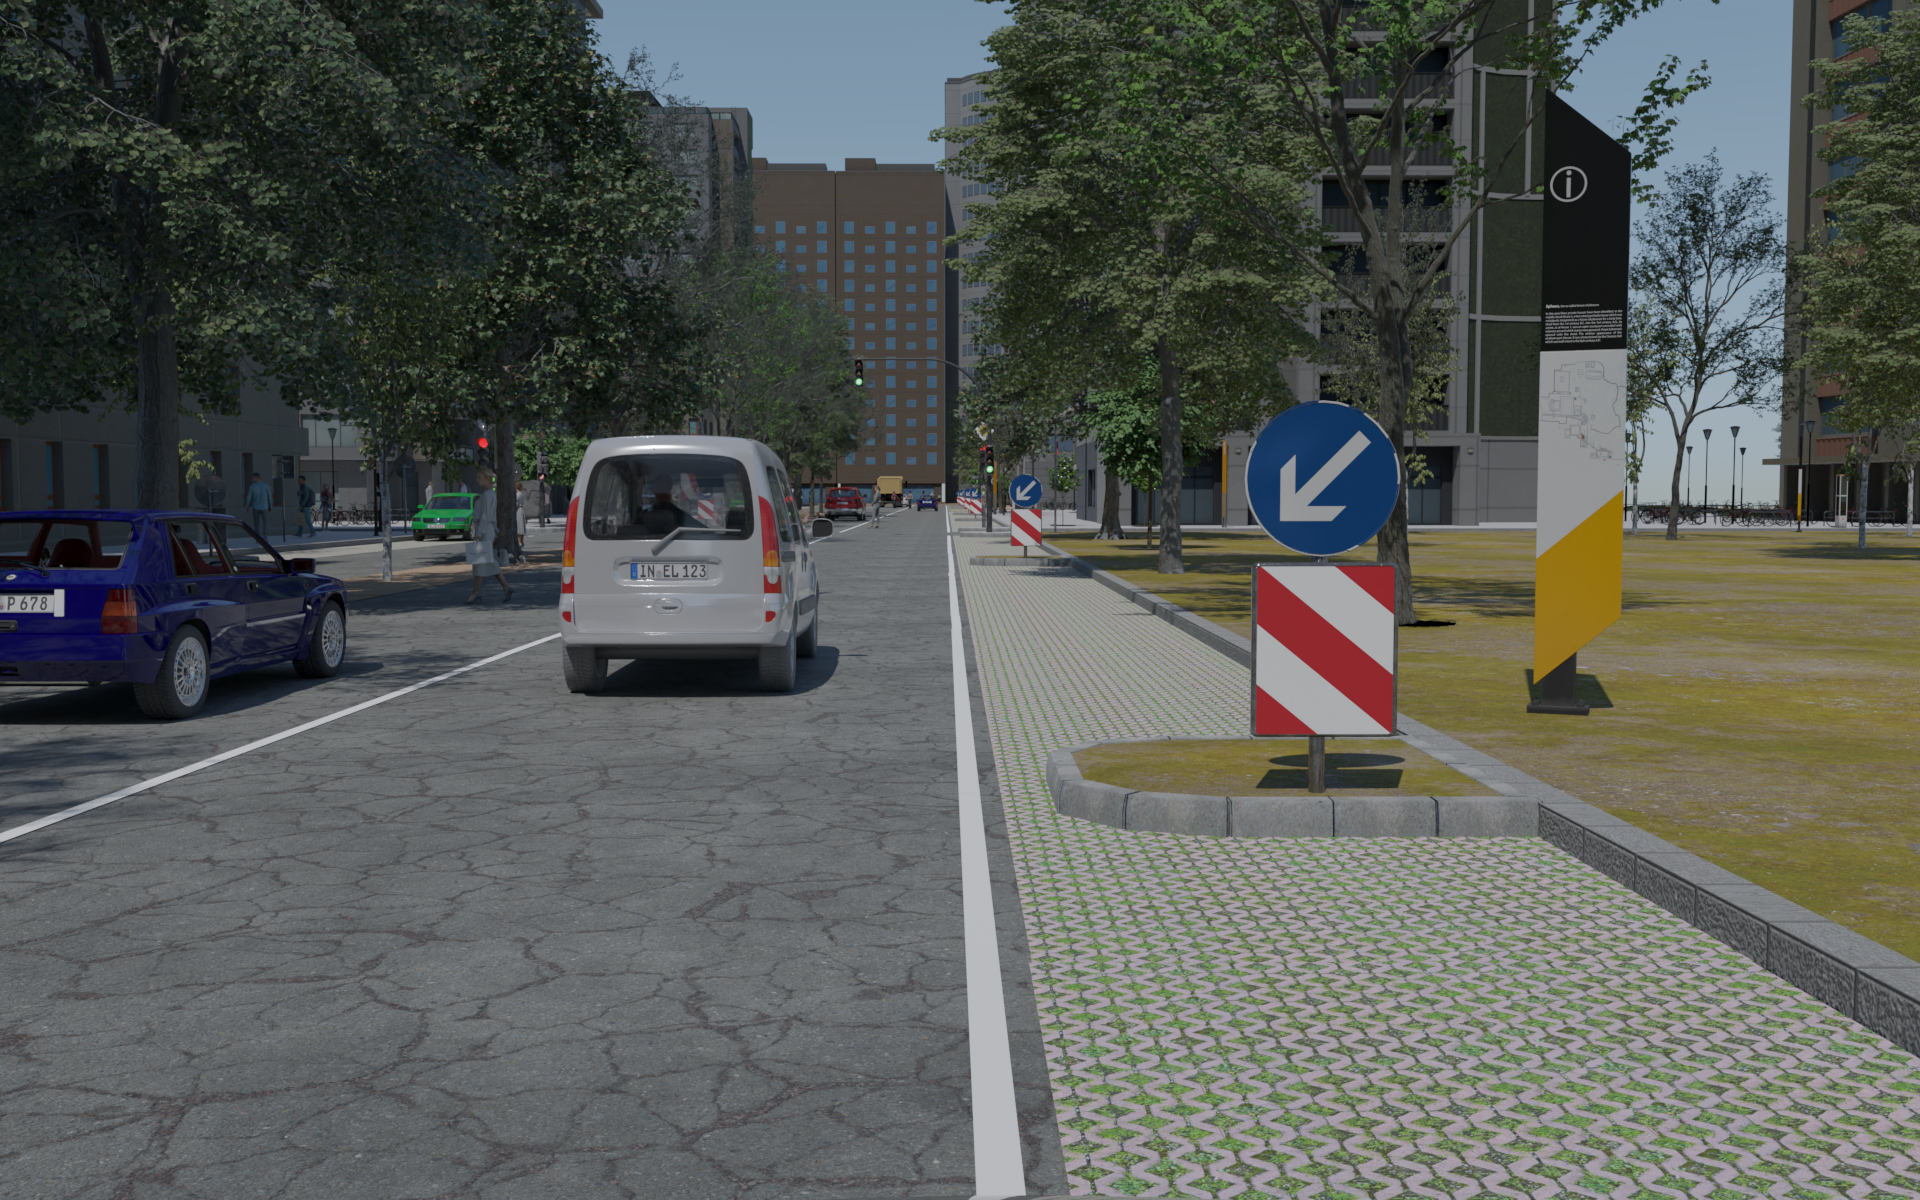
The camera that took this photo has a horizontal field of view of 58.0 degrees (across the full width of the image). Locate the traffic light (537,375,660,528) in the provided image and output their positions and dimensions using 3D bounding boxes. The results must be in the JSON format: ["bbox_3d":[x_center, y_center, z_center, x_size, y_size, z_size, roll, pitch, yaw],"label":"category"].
[{"bbox_3d":[-13.780,-5.577,65.851,4.771,5.953,1.251,0,4,0],"label":"traffic light"}]

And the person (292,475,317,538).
[{"bbox_3d":[-19.109,-2.715,50.421,0.713,1.824,0.794,-1,4,-13],"label":"person"}]

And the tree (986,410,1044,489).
[{"bbox_3d":[3.287,-9.155,100.051,4.360,8.622,3.978,0,3,0],"label":"tree"}]

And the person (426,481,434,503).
[{"bbox_3d":[-22.031,-4.030,72.052,0.853,1.813,0.709,-3,4,-37],"label":"person"}]

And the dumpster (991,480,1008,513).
[{"bbox_3d":[2.599,-7.206,120.316,1.502,2.255,1.985,0,4,0],"label":"dumpster"}]

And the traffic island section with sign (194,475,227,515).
[{"bbox_3d":[-15.327,-1.610,34.950,1.989,1.847,2.006,0,4,0],"label":"traffic island section with sign"}]

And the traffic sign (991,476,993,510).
[{"bbox_3d":[2.394,-7.728,126.359,0.884,2.594,0.081,0,4,5],"label":"traffic sign"}]

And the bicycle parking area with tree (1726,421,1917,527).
[{"bbox_3d":[33.141,-5.107,70.494,9.016,4.147,8.231,0,4,6],"label":"bicycle parking area with tree"}]

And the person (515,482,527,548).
[{"bbox_3d":[-11.640,-2.224,45.426,0.524,1.755,0.480,1,4,13],"label":"person"}]

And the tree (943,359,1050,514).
[{"bbox_3d":[2.337,-10.877,112.256,7.601,10.594,8.767,0,4,4],"label":"tree"}]

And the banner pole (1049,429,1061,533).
[{"bbox_3d":[3.175,-4.098,57.027,0.401,3.779,0.863,0,4,-5],"label":"banner pole"}]

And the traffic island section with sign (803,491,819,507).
[{"bbox_3d":[-16.672,-11.424,195.415,1.989,1.847,2.006,0,4,0],"label":"traffic island section with sign"}]

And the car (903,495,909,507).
[{"bbox_3d":[-6.798,-11.467,199.839,2.083,1.381,4.827,0,3,0],"label":"car"}]

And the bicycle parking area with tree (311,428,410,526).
[{"bbox_3d":[-27.691,-5.251,72.853,9.016,4.147,8.231,1,4,19],"label":"bicycle parking area with tree"}]

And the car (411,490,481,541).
[{"bbox_3d":[-15.652,-2.747,53.704,1.959,1.807,4.718,0,4,-2],"label":"car"}]

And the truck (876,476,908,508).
[{"bbox_3d":[-7.518,-11.756,188.140,3.469,3.379,9.791,0,4,0],"label":"truck"}]

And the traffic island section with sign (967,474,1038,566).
[{"bbox_3d":[1.192,-1.618,35.078,1.989,1.847,2.006,0,4,0],"label":"traffic island section with sign"}]

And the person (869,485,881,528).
[{"bbox_3d":[-3.585,-3.879,72.199,0.573,1.790,0.520,0,4,-2],"label":"person"}]

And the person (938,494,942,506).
[{"bbox_3d":[-2.537,-12.523,216.440,0.628,1.438,0.799,-3,5,-44],"label":"person"}]

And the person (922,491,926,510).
[{"bbox_3d":[-3.238,-9.159,158.967,0.721,1.735,1.217,1,4,16],"label":"person"}]

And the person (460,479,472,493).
[{"bbox_3d":[-18.538,-3.597,64.957,0.850,1.850,0.679,0,4,6],"label":"person"}]

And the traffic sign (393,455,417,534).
[{"bbox_3d":[-17.983,-3.425,56.099,0.768,2.556,0.104,0,4,2],"label":"traffic sign"}]

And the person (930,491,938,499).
[{"bbox_3d":[-3.159,-11.779,201.820,1.217,1.736,0.721,-2,4,-32],"label":"person"}]

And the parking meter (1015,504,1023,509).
[{"bbox_3d":[2.814,-4.705,82.644,0.255,1.863,0.399,-2,4,-31],"label":"parking meter"}]

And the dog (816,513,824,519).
[{"bbox_3d":[-7.918,-4.734,97.601,0.550,0.427,0.748,-1,4,-19],"label":"dog"}]

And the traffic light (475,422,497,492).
[{"bbox_3d":[-15.804,-4.214,57.814,0.839,4.253,0.868,0,4,0],"label":"traffic light"}]

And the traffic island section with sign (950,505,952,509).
[{"bbox_3d":[0.496,-6.752,119.019,1.989,1.847,2.006,0,4,0],"label":"traffic island section with sign"}]

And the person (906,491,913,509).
[{"bbox_3d":[-4.871,-9.606,166.269,0.721,1.736,1.217,-2,4,-34],"label":"person"}]

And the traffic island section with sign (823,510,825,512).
[{"bbox_3d":[-10.189,-8.113,140.778,2.006,1.907,1.989,0,4,0],"label":"traffic island section with sign"}]

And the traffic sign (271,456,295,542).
[{"bbox_3d":[-18.005,-2.689,46.089,0.606,2.300,0.079,0,4,1],"label":"traffic sign"}]

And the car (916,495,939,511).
[{"bbox_3d":[-2.711,-8.094,144.919,1.945,1.354,3.894,0,3,0],"label":"car"}]

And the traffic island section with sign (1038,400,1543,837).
[{"bbox_3d":[1.425,0.031,8.124,1.989,1.847,2.006,0,4,0],"label":"traffic island section with sign"}]

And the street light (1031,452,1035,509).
[{"bbox_3d":[2.942,-5.932,69.772,0.468,5.910,1.993,0,4,0],"label":"street light"}]

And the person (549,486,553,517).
[{"bbox_3d":[-23.364,-5.631,98.664,0.362,1.759,0.519,0,4,-7],"label":"person"}]

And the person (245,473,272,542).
[{"bbox_3d":[-18.207,-2.389,44.964,0.638,1.841,0.748,-1,4,-20],"label":"person"}]

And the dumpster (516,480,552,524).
[{"bbox_3d":[-18.208,-4.162,73.800,1.264,1.857,1.865,0,4,-1],"label":"dumpster"}]

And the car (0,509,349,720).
[{"bbox_3d":[-5.755,0.014,12.352,1.945,1.354,3.894,0,4,0],"label":"car"}]

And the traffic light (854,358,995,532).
[{"bbox_3d":[-1.135,-5.085,57.811,4.771,5.953,1.251,0,4,0],"label":"traffic light"}]

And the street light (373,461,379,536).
[{"bbox_3d":[-17.889,-4.900,52.909,0.468,5.910,1.993,0,4,0],"label":"street light"}]

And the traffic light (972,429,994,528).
[{"bbox_3d":[0.889,-4.712,65.954,0.839,4.253,0.868,0,4,0],"label":"traffic light"}]

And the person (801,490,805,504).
[{"bbox_3d":[-19.872,-12.812,216.243,1.217,1.743,0.721,-2,4,-34],"label":"person"}]

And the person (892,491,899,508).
[{"bbox_3d":[-6.508,-10.080,174.025,0.721,1.743,1.217,2,4,33],"label":"person"}]

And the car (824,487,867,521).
[{"bbox_3d":[-6.188,-5.203,93.742,2.281,1.827,5.304,0,4,0],"label":"car"}]

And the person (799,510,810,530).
[{"bbox_3d":[-2.284,-0.664,24.370,0.382,1.210,0.505,0,4,-2],"label":"person"}]

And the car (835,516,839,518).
[{"bbox_3d":[-6.640,-5.715,102.244,1.959,1.807,4.718,0,4,1],"label":"car"}]

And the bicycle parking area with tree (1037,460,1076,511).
[{"bbox_3d":[10.628,-9.145,136.530,8.231,4.147,9.016,-2,4,-32],"label":"bicycle parking area with tree"}]

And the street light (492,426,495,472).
[{"bbox_3d":[-17.913,-5.730,66.477,0.468,5.910,1.993,0,4,0],"label":"street light"}]

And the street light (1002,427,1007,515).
[{"bbox_3d":[2.648,-8.054,104.462,0.468,5.910,1.993,0,4,0],"label":"street light"}]

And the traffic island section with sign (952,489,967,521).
[{"bbox_3d":[0.713,-5.053,91.236,1.989,1.847,2.006,0,4,0],"label":"traffic island section with sign"}]

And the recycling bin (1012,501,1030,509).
[{"bbox_3d":[3.068,-4.533,86.671,0.722,1.027,0.722,2,4,25],"label":"recycling bin"}]

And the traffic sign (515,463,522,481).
[{"bbox_3d":[-18.028,-4.268,69.883,0.768,2.556,0.104,0,4,6],"label":"traffic sign"}]

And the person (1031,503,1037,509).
[{"bbox_3d":[3.889,-5.078,89.812,0.466,1.731,0.760,3,4,38],"label":"person"}]

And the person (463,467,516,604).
[{"bbox_3d":[-6.175,-0.846,22.687,0.624,1.780,0.694,0,4,4],"label":"person"}]

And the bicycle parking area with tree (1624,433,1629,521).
[{"bbox_3d":[31.946,-5.616,78.831,9.016,4.147,8.231,0,4,-5],"label":"bicycle parking area with tree"}]

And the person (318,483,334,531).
[{"bbox_3d":[-23.095,-3.342,63.121,0.573,1.828,0.580,-2,4,-24],"label":"person"}]
